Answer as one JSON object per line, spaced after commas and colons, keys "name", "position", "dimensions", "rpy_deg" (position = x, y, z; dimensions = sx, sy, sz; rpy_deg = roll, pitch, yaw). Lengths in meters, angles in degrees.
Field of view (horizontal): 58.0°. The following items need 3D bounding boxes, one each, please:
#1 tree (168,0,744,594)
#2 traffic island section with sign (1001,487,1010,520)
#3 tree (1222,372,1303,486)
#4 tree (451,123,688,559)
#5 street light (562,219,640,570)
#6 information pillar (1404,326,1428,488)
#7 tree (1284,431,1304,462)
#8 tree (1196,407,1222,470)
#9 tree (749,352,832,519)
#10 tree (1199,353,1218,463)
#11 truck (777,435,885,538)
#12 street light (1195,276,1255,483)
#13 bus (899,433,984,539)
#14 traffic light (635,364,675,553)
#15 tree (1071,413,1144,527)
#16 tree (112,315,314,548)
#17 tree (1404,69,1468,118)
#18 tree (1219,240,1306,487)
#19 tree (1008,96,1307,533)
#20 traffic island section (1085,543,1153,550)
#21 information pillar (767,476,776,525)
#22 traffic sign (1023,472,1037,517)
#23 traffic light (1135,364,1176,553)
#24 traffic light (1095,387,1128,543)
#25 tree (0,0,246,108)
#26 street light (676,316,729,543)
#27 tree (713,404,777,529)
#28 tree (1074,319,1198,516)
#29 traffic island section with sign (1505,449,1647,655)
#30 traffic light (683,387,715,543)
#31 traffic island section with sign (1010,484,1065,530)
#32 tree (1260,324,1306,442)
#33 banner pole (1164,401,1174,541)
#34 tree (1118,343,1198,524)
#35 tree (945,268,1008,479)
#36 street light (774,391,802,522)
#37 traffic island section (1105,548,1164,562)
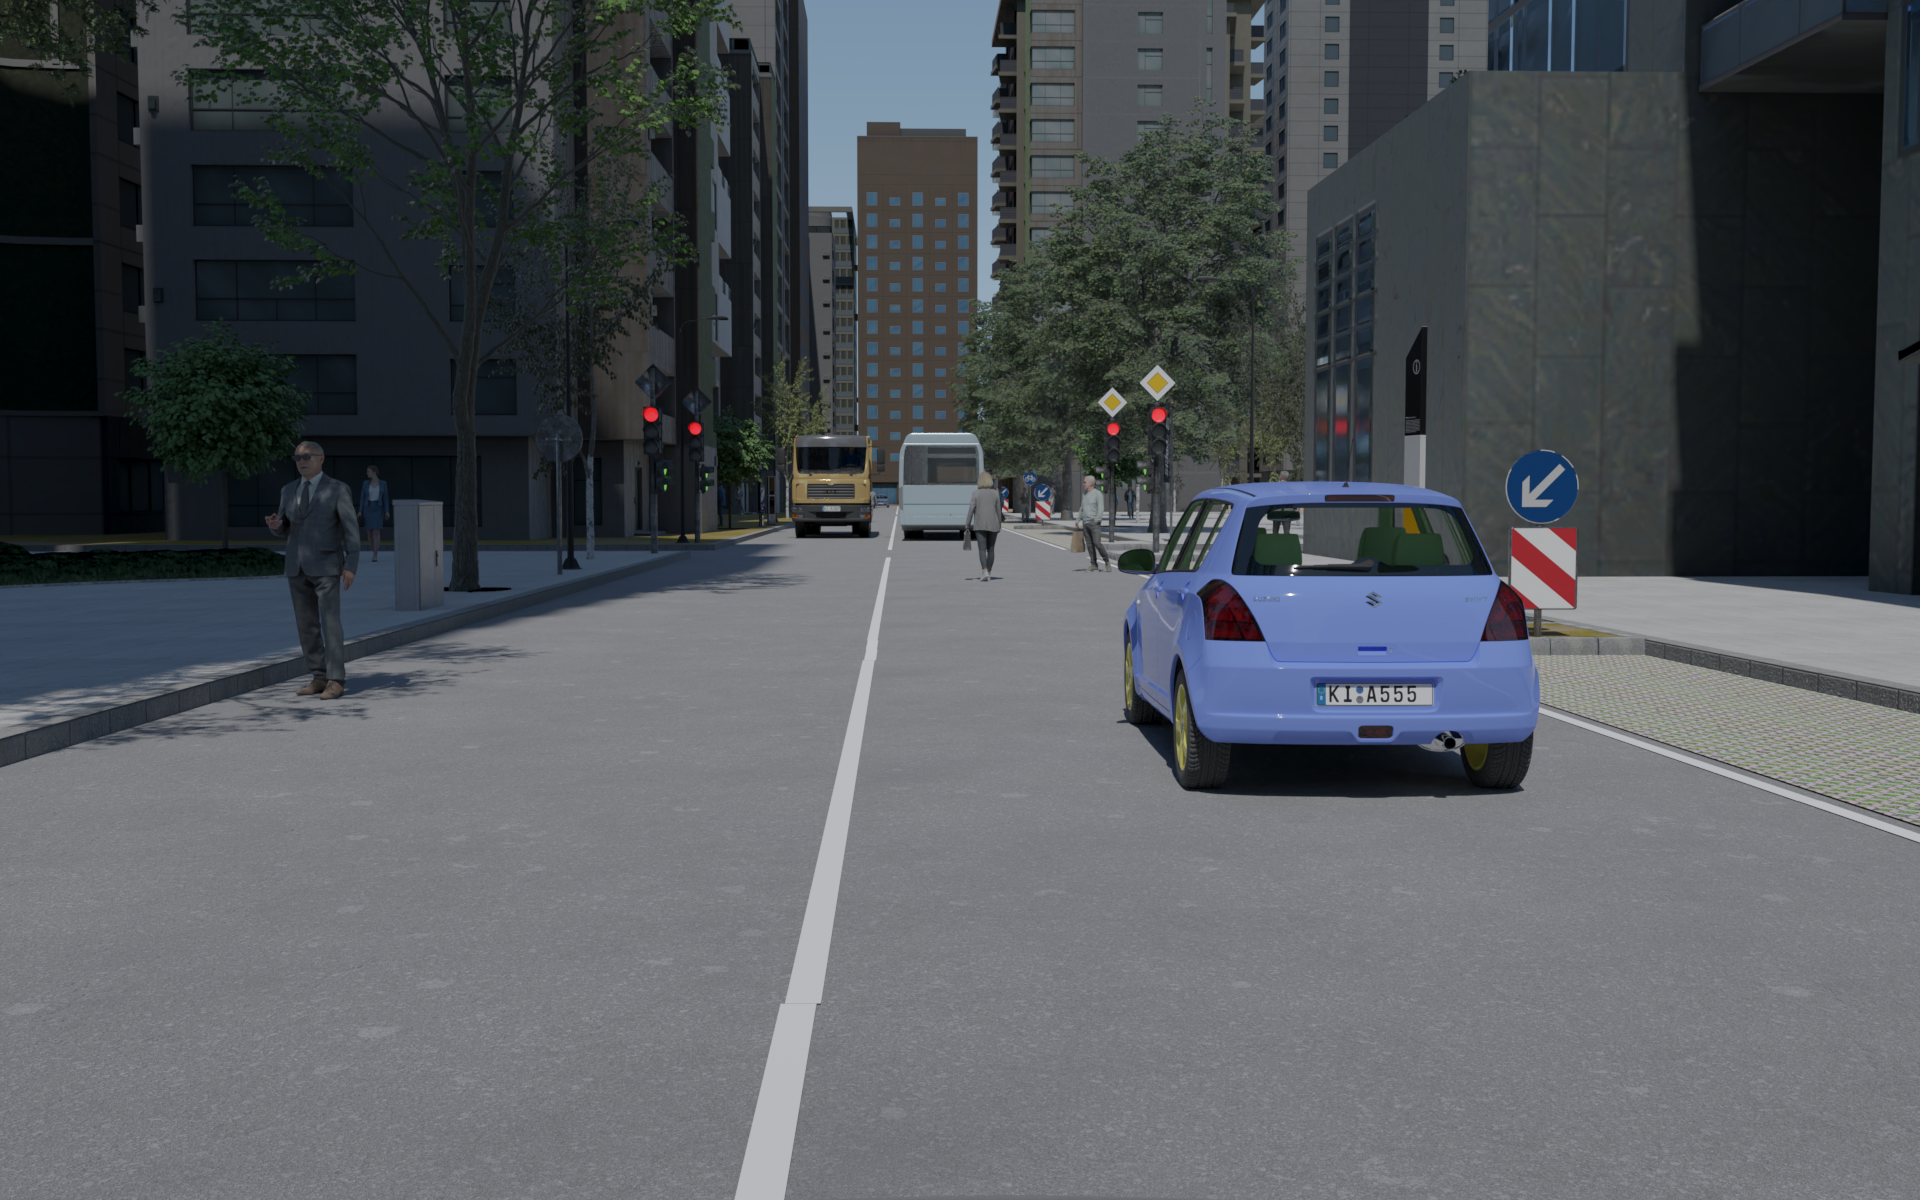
{"name": "tree", "position": [-6.402, -5.917, 22.498], "dimensions": [9.928, 11.665, 9.643], "rpy_deg": [0, 3, 0]}
{"name": "traffic island section with sign", "position": [2.253, -5.444, 97.635], "dimensions": [1.989, 1.847, 2.006], "rpy_deg": [0, 4, -2]}
{"name": "tree", "position": [17.736, -8.993, 97.392], "dimensions": [4.737, 8.622, 4.395], "rpy_deg": [0, 3, 0]}
{"name": "tree", "position": [-7.505, -5.104, 33.814], "dimensions": [4.360, 8.622, 3.978], "rpy_deg": [0, 3, 0]}
{"name": "street light", "position": [-6.097, -3.476, 29.373], "dimensions": [1.470, 5.913, 1.316], "rpy_deg": [0, 4, -2]}
{"name": "information pillar", "position": [6.437, -2.026, 24.485], "dimensions": [0.183, 3.616, 0.504], "rpy_deg": [-1, 4, -13]}
{"name": "tree", "position": [25.268, -11.125, 116.301], "dimensions": [8.767, 10.594, 7.601], "rpy_deg": [-2, 4, -26]}
{"name": "tree", "position": [17.360, -9.941, 112.902], "dimensions": [4.737, 8.622, 4.395], "rpy_deg": [0, 3, 0]}
{"name": "tree", "position": [-8.812, -8.579, 90.623], "dimensions": [4.737, 8.622, 4.395], "rpy_deg": [0, 3, 0]}
{"name": "tree", "position": [13.396, -8.412, 87.893], "dimensions": [4.360, 8.622, 3.978], "rpy_deg": [0, 3, 0]}
{"name": "truck", "position": [-4.310, -3.874, 59.267], "dimensions": [3.469, 3.379, 9.791], "rpy_deg": [0, 4, -3]}
{"name": "street light", "position": [5.716, -3.948, 37.095], "dimensions": [1.470, 5.913, 1.316], "rpy_deg": [0, 4, -2]}
{"name": "bus", "position": [-0.627, -3.916, 58.885], "dimensions": [2.948, 3.499, 13.247], "rpy_deg": [0, 4, -1]}
{"name": "traffic light", "position": [-6.591, -2.961, 37.335], "dimensions": [0.839, 4.253, 0.868], "rpy_deg": [0, 4, -2]}
{"name": "tree", "position": [5.922, -5.106, 67.204], "dimensions": [4.285, 4.588, 4.351], "rpy_deg": [0, 3, 0]}
{"name": "tree", "position": [-13.698, -2.950, 31.949], "dimensions": [4.285, 4.588, 4.351], "rpy_deg": [0, 3, 0]}
{"name": "tree", "position": [25.427, -13.156, 70.990], "dimensions": [12.611, 20.169, 13.585], "rpy_deg": [0, 3, 0]}
{"name": "tree", "position": [9.564, -6.009, 48.610], "dimensions": [4.360, 8.622, 3.978], "rpy_deg": [0, 3, 0]}
{"name": "tree", "position": [6.537, -9.207, 57.197], "dimensions": [9.857, 13.997, 8.962], "rpy_deg": [0, 3, 0]}
{"name": "traffic island section", "position": [4.029, -1.440, 45.818], "dimensions": [2.009, 0.180, 2.903], "rpy_deg": [0, 4, -2]}
{"name": "information pillar", "position": [-7.746, -4.071, 71.052], "dimensions": [0.304, 2.012, 0.304], "rpy_deg": [-1, 4, -19]}
{"name": "traffic sign", "position": [3.933, -5.943, 97.268], "dimensions": [0.768, 2.556, 0.104], "rpy_deg": [0, 4, 3]}
{"name": "traffic light", "position": [4.263, -2.985, 37.722], "dimensions": [0.839, 4.253, 0.868], "rpy_deg": [0, 4, -2]}
{"name": "traffic light", "position": [3.989, -3.473, 45.702], "dimensions": [0.839, 4.253, 0.868], "rpy_deg": [0, 4, -2]}
{"name": "tree", "position": [-7.308, -4.553, 8.860], "dimensions": [7.601, 10.594, 8.767], "rpy_deg": [3, 5, 41]}
{"name": "street light", "position": [-6.721, -4.445, 45.211], "dimensions": [1.470, 5.913, 1.316], "rpy_deg": [0, 4, -2]}
{"name": "tree", "position": [-8.389, -4.869, 63.321], "dimensions": [4.285, 4.588, 4.351], "rpy_deg": [0, 3, 0]}
{"name": "tree", "position": [9.999, -10.660, 100.042], "dimensions": [9.928, 11.665, 9.643], "rpy_deg": [0, 3, 0]}
{"name": "traffic island section with sign", "position": [5.060, -0.465, 16.225], "dimensions": [1.989, 1.847, 2.006], "rpy_deg": [0, 4, -2]}
{"name": "traffic light", "position": [-6.865, -3.449, 45.315], "dimensions": [0.839, 4.253, 0.868], "rpy_deg": [0, 4, -2]}
{"name": "traffic island section with sign", "position": [3.196, -3.778, 70.402], "dimensions": [1.989, 1.847, 2.006], "rpy_deg": [0, 4, -2]}
{"name": "tree", "position": [21.936, -10.978, 105.242], "dimensions": [9.928, 11.665, 9.643], "rpy_deg": [0, 3, 0]}
{"name": "banner pole", "position": [5.675, -3.491, 47.097], "dimensions": [0.401, 3.779, 0.863], "rpy_deg": [-1, 4, -13]}
{"name": "tree", "position": [7.983, -7.636, 75.209], "dimensions": [4.360, 8.622, 3.978], "rpy_deg": [0, 3, 0]}
{"name": "tree", "position": [5.050, -10.786, 82.999], "dimensions": [9.857, 13.997, 8.962], "rpy_deg": [0, 3, 0]}
{"name": "street light", "position": [-7.812, -6.458, 78.127], "dimensions": [1.470, 5.913, 1.316], "rpy_deg": [0, 4, -2]}
{"name": "traffic island section", "position": [4.304, -0.951, 37.837], "dimensions": [2.009, 0.180, 2.903], "rpy_deg": [0, 4, -2]}
